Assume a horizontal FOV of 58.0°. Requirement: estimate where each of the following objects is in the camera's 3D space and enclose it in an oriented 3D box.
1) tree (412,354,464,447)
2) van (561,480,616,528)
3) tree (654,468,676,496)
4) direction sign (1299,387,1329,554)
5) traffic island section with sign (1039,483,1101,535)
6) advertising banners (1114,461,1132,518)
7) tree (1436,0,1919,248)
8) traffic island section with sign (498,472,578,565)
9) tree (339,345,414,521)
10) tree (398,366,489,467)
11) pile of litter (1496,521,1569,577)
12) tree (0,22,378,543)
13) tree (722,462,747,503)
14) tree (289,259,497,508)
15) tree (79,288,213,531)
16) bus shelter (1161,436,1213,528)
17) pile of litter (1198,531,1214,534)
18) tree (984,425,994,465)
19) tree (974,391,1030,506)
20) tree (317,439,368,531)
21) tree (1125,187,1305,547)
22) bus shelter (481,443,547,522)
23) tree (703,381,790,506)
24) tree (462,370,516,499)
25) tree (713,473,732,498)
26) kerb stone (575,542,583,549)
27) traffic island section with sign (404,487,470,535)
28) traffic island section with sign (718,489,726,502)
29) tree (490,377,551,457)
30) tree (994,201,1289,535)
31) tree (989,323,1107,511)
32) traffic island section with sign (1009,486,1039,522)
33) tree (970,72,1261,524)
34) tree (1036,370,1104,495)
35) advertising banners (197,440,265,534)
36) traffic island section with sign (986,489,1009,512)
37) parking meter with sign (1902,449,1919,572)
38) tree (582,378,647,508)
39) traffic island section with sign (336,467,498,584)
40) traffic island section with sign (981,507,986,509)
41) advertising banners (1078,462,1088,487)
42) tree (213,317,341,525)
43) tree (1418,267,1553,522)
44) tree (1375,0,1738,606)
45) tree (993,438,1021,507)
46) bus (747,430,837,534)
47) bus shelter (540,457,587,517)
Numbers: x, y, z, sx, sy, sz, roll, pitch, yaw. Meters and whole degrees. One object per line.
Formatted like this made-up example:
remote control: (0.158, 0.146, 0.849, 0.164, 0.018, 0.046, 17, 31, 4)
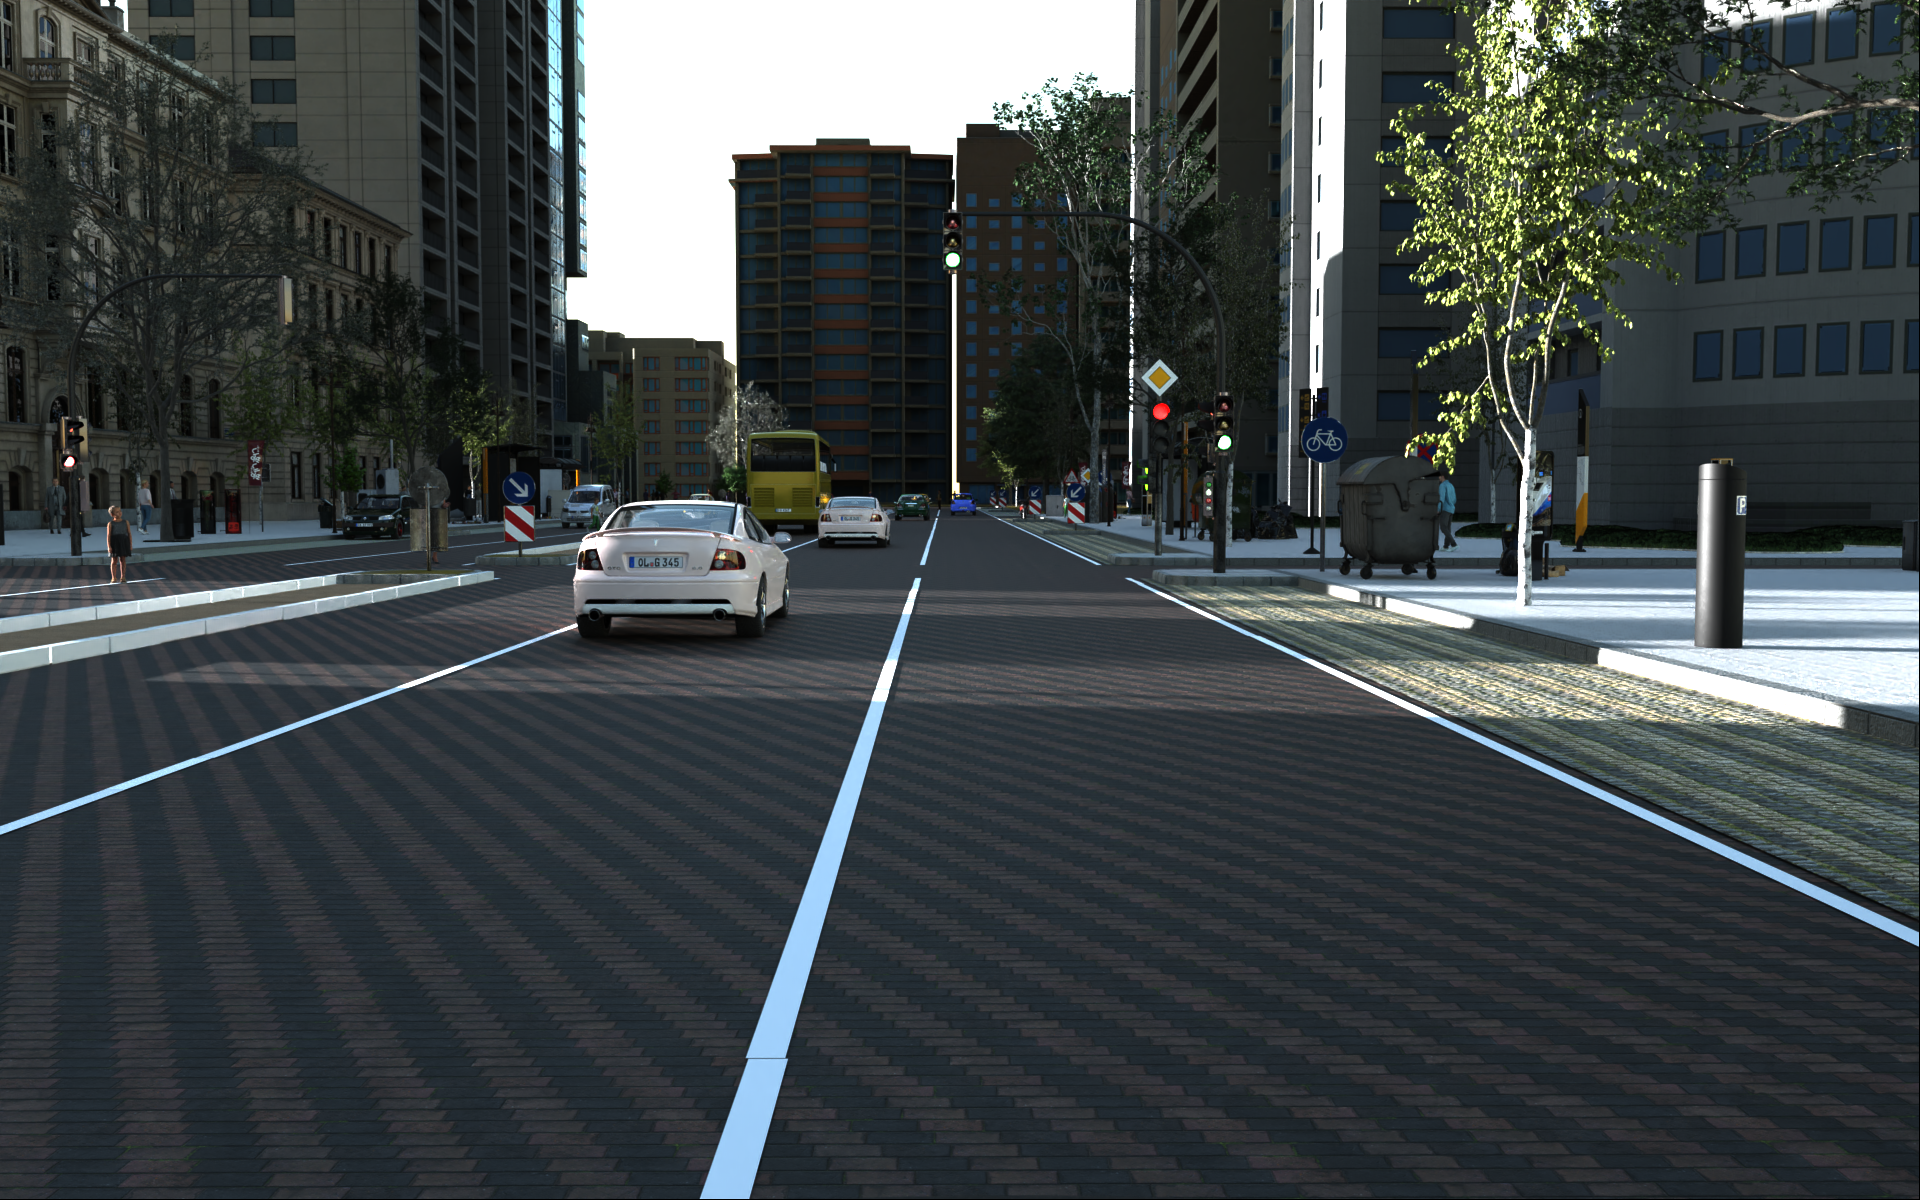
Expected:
tree: (-27.539, -8.263, 85.465, 4.737, 8.622, 4.395, 0, 3, 0)
van: (-15.826, -4.090, 73.886, 2.013, 2.044, 4.112, 0, 4, 1)
tree: (-21.818, -8.185, 128.423, 1.663, 3.219, 1.824, 0, 3, 0)
direction sign: (7.557, -2.758, 37.083, 0.379, 3.537, 0.876, -2, 4, -31)
traffic island section with sign: (3.949, -3.227, 61.394, 1.989, 1.847, 2.006, 0, 4, -1)
advertising banners: (8.087, -5.868, 92.126, 2.074, 3.025, 0.090, 0, 4, -2)
tree: (7.247, -4.709, 11.407, 8.767, 10.594, 7.601, 0, 4, 5)
traffic island section with sign: (-8.931, -1.688, 35.732, 2.006, 1.907, 1.989, 0, 4, -1)
tree: (-27.988, -7.788, 77.700, 4.737, 8.622, 4.395, 0, 3, 0)
tree: (-29.205, -8.967, 96.980, 4.360, 8.622, 3.978, 0, 3, 0)
pile of litter: (9.053, -0.824, 27.445, 1.176, 0.858, 1.719, 2, 4, 29)
tree: (-21.196, -8.283, 45.798, 12.009, 13.543, 11.850, 0, 3, 0)
tree: (-22.878, -11.861, 177.640, 4.285, 4.588, 4.351, 0, 3, 0)
tree: (-21.960, -8.242, 69.165, 7.601, 10.594, 8.767, 2, 4, 25)
tree: (-28.445, -6.723, 60.281, 4.360, 8.622, 3.978, 0, 3, 0)
bus shelter: (8.480, -4.266, 63.677, 2.014, 3.302, 5.546, 0, 4, -1)
pile of litter: (8.589, -2.580, 56.154, 1.719, 0.858, 1.176, 1, 4, 14)
tree: (5.661, -13.282, 151.568, 8.767, 10.594, 7.601, 2, 4, 32)
tree: (5.407, -16.477, 187.527, 7.486, 12.596, 7.792, 0, 3, 0)
tree: (-21.569, -4.071, 61.167, 1.663, 3.219, 1.824, 0, 3, 0)
tree: (6.423, -5.605, 42.008, 4.360, 8.622, 3.978, 0, 3, 0)
bus shelter: (-21.386, -5.628, 83.300, 1.731, 3.624, 6.357, 0, 4, -1)
tree: (-22.734, -16.935, 187.254, 12.009, 13.543, 11.850, 0, 3, 0)
tree: (-28.362, -9.250, 101.605, 4.737, 8.622, 4.395, 0, 3, 0)
tree: (-21.669, -10.077, 159.358, 1.663, 3.219, 1.824, 0, 3, 0)
kerb stone: (-10.088, -1.415, 45.327, 0.120, 0.150, 1.000, 0, 4, -1)
traffic island section with sign: (-18.271, -3.179, 60.597, 1.989, 1.847, 2.006, 0, 4, -1)
traffic island section with sign: (-18.973, -7.928, 138.247, 1.989, 1.847, 2.006, 0, 4, -1)
tree: (-27.198, -9.604, 107.393, 4.360, 8.622, 3.978, 0, 3, 0)
tree: (6.893, -7.346, 54.520, 7.601, 10.594, 8.767, -3, 5, -39)
tree: (6.345, -13.608, 129.153, 9.857, 13.997, 8.962, 0, 3, 0)
traffic island section with sign: (3.694, -4.897, 88.686, 1.989, 1.847, 2.006, 0, 4, -1)
tree: (6.680, -13.469, 76.100, 12.611, 20.169, 13.585, 0, 3, 0)
tree: (6.307, -9.380, 103.724, 4.360, 8.622, 3.978, 0, 3, 0)
advertising banners: (-23.452, -3.643, 55.751, 2.074, 3.025, 0.090, -1, 4, -15)
traffic island section with sign: (3.256, -7.909, 137.939, 1.989, 1.847, 2.006, 0, 4, -1)
parking meter with sign: (16.068, -1.959, 28.295, 0.543, 3.016, 1.738, 0, 4, -2)
tree: (-21.631, -9.729, 109.435, 4.737, 8.622, 4.395, 0, 3, 0)
traffic island section with sign: (-8.874, -1.235, 28.325, 2.006, 1.907, 1.989, 0, 4, -1)
traffic island section with sign: (3.003, -9.568, 165.067, 1.989, 1.847, 2.006, 0, 4, -1)
advertising banners: (7.520, -6.080, 95.588, 2.074, 3.025, 0.090, -1, 4, -12)
tree: (-29.243, -7.465, 72.421, 4.737, 8.622, 4.395, 0, 3, 0)
tree: (16.952, -6.416, 55.256, 4.360, 8.622, 3.978, 0, 3, 0)
tree: (6.641, -4.254, 19.920, 4.737, 8.622, 4.395, 0, 3, 0)
tree: (5.605, -13.778, 175.632, 4.737, 8.622, 4.395, 0, 3, 0)
bus: (-6.319, -4.539, 65.761, 2.896, 3.916, 12.252, 0, 4, -2)
bus shelter: (-22.260, -6.254, 96.178, 2.014, 3.302, 5.546, 0, 4, -1)
